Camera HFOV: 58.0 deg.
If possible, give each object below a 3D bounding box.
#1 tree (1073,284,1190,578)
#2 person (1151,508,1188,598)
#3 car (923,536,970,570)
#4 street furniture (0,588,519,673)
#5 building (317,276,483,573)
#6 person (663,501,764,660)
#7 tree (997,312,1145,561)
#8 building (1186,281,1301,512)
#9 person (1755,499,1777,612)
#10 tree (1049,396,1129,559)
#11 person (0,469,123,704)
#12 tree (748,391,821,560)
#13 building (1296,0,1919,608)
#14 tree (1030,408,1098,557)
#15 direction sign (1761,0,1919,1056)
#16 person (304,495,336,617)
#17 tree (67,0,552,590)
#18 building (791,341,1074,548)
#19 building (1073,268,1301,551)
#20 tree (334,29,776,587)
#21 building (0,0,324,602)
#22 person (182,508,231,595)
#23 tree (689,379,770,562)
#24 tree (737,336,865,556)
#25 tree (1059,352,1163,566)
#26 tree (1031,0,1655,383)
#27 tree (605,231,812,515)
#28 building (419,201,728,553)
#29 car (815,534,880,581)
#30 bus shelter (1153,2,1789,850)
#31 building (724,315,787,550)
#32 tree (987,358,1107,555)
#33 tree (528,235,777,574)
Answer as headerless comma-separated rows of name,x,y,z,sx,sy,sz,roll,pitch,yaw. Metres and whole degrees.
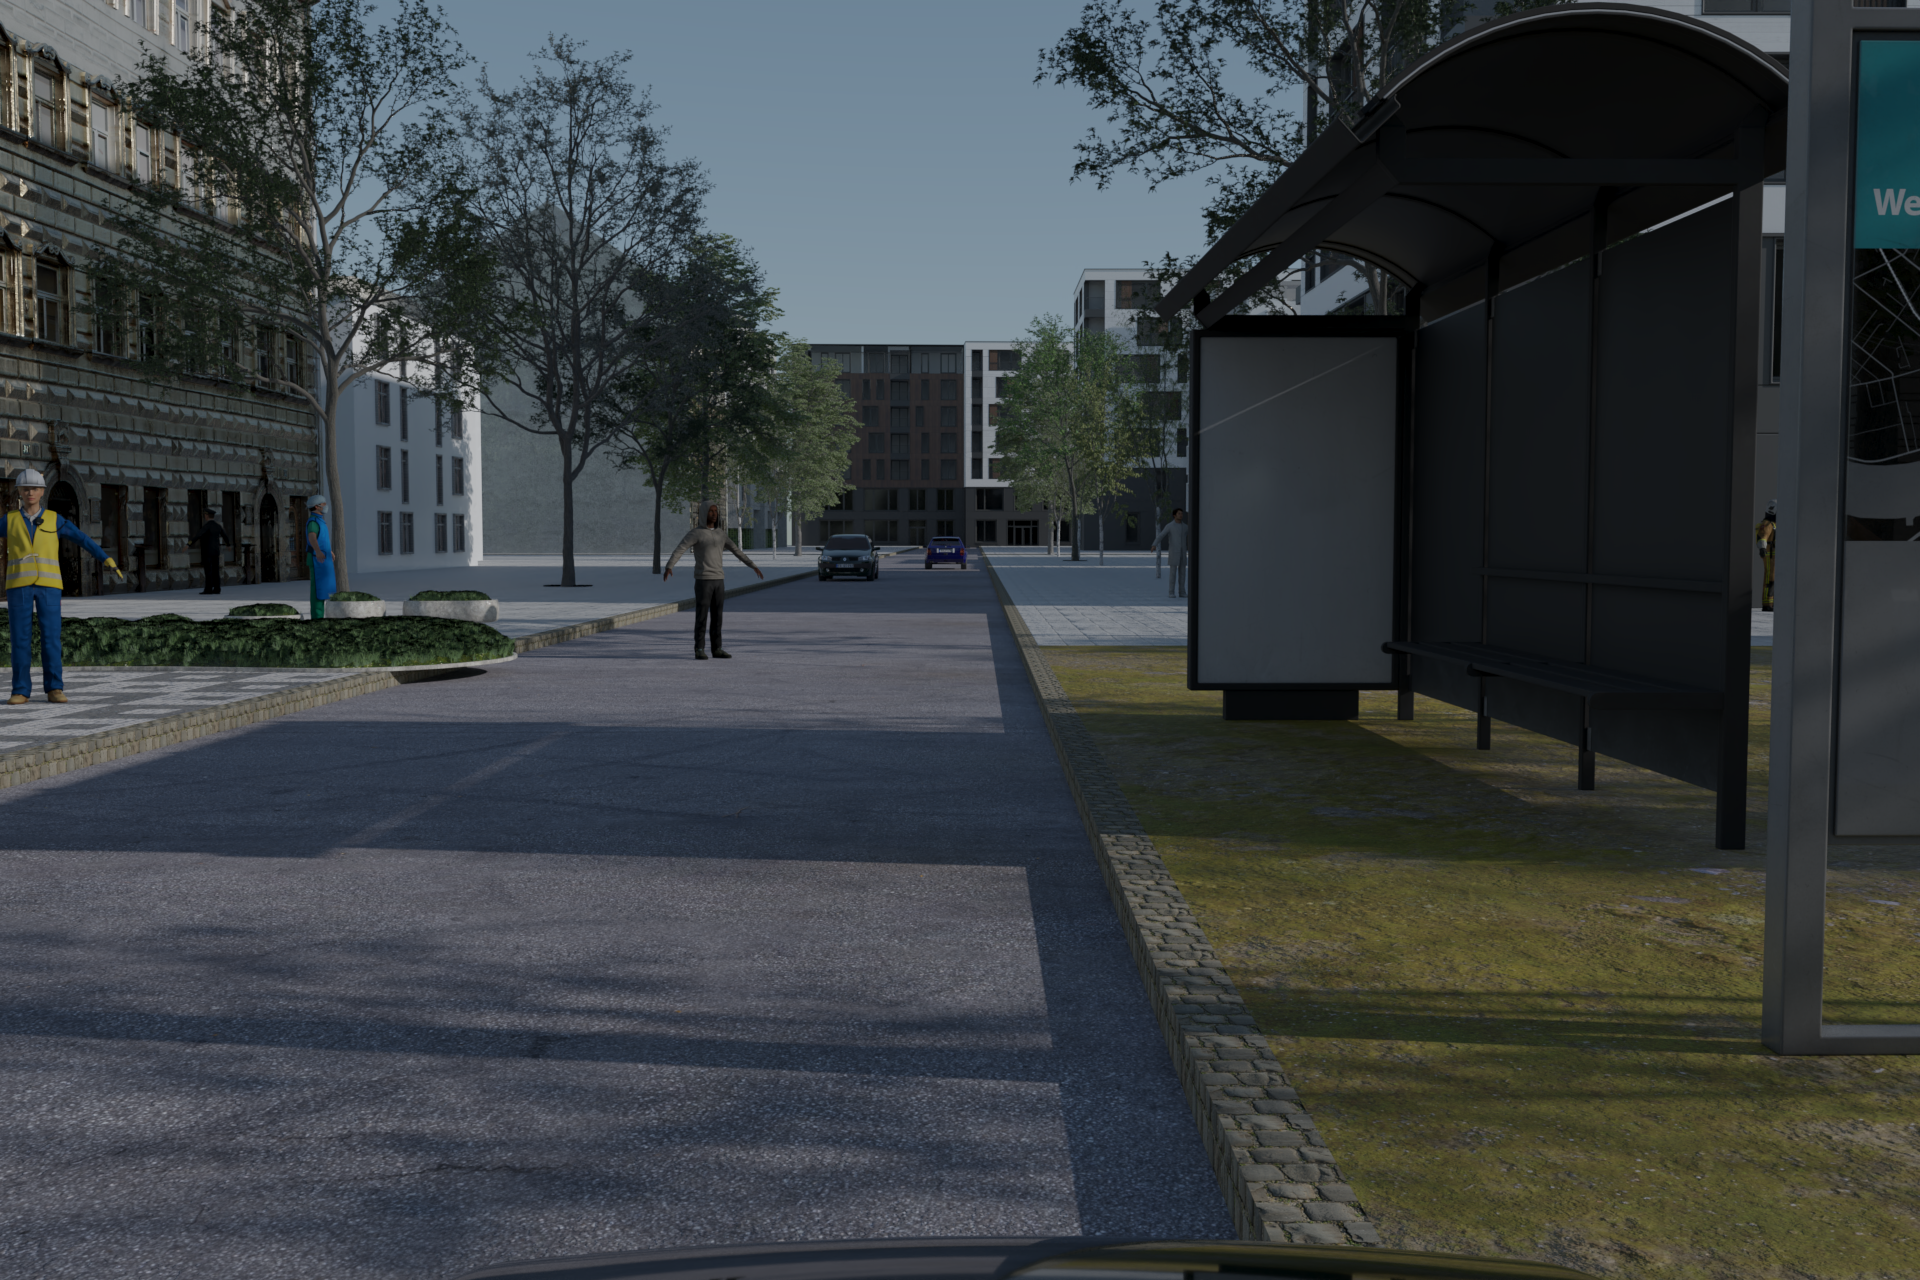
tree,5.985,-6.104,50.160,4.360,8.622,3.978,0,3,0
person,4.412,-1.760,34.968,1.347,1.806,0.705,-2,4,-23
car,-0.563,-3.589,71.263,1.945,1.354,3.894,0,4,0
street furniture,-9.622,-0.146,18.013,10.072,0.657,5.734,0,4,-5
building,-24.102,-7.852,70.533,9.099,9.664,28.070,0,4,0
person,-2.860,-0.690,19.865,1.348,1.813,0.705,-3,5,-42
tree,5.315,-9.546,81.838,9.928,11.665,9.643,0,3,0
building,22.304,-16.758,130.407,16.016,20.090,11.380,0,4,0
person,13.474,-1.399,28.643,1.354,1.858,0.705,-3,5,-43
tree,5.942,-8.496,89.267,4.360,8.622,3.978,0,3,0
person,-7.000,-0.405,13.090,1.216,1.772,0.721,-2,4,-26
tree,-9.314,-8.311,86.246,4.360,8.622,3.978,0,3,0
building,22.471,-12.325,45.493,27.936,21.610,32.646,0,3,0
tree,5.408,-9.054,98.394,4.360,8.622,3.978,0,3,0
direction sign,2.076,-0.909,3.628,2.525,3.948,1.411,0,4,-1
person,-8.762,-1.078,23.744,0.704,1.817,1.347,-1,4,-14
tree,-10.192,-5.683,27.327,7.601,10.594,8.767,-2,4,-27
building,-2.314,-21.371,195.843,32.646,21.610,27.936,0,4,-3
building,23.587,-18.701,149.733,27.936,21.610,32.646,0,4,0
tree,-9.489,-8.049,41.970,12.009,13.543,11.850,0,3,0
building,-27.099,-12.727,39.019,19.493,23.208,18.063,0,4,-1
person,-15.923,-1.886,36.764,0.705,1.837,1.347,1,4,19
tree,-9.790,-7.829,78.371,4.360,8.622,3.978,0,3,0
tree,-9.386,-11.136,100.208,7.486,12.596,7.792,0,3,0
tree,5.916,-7.325,70.131,4.737,8.622,4.395,0,3,0
tree,5.391,-5.316,21.331,8.767,10.594,7.601,-3,4,-39
tree,-9.445,-8.988,65.085,7.486,12.596,7.792,0,3,0
building,-27.145,-17.897,123.550,19.493,23.208,18.063,0,4,0
car,-3.462,-2.707,54.045,2.009,1.686,4.222,0,3,0
bus shelter,2.392,-0.946,9.388,2.014,3.302,5.546,0,4,-1
building,-25.651,-17.549,153.385,16.747,18.905,31.486,0,4,1
tree,5.180,-11.532,106.679,7.486,12.596,7.792,0,3,0
tree,-9.791,-7.376,55.008,8.767,10.594,7.601,0,4,3
